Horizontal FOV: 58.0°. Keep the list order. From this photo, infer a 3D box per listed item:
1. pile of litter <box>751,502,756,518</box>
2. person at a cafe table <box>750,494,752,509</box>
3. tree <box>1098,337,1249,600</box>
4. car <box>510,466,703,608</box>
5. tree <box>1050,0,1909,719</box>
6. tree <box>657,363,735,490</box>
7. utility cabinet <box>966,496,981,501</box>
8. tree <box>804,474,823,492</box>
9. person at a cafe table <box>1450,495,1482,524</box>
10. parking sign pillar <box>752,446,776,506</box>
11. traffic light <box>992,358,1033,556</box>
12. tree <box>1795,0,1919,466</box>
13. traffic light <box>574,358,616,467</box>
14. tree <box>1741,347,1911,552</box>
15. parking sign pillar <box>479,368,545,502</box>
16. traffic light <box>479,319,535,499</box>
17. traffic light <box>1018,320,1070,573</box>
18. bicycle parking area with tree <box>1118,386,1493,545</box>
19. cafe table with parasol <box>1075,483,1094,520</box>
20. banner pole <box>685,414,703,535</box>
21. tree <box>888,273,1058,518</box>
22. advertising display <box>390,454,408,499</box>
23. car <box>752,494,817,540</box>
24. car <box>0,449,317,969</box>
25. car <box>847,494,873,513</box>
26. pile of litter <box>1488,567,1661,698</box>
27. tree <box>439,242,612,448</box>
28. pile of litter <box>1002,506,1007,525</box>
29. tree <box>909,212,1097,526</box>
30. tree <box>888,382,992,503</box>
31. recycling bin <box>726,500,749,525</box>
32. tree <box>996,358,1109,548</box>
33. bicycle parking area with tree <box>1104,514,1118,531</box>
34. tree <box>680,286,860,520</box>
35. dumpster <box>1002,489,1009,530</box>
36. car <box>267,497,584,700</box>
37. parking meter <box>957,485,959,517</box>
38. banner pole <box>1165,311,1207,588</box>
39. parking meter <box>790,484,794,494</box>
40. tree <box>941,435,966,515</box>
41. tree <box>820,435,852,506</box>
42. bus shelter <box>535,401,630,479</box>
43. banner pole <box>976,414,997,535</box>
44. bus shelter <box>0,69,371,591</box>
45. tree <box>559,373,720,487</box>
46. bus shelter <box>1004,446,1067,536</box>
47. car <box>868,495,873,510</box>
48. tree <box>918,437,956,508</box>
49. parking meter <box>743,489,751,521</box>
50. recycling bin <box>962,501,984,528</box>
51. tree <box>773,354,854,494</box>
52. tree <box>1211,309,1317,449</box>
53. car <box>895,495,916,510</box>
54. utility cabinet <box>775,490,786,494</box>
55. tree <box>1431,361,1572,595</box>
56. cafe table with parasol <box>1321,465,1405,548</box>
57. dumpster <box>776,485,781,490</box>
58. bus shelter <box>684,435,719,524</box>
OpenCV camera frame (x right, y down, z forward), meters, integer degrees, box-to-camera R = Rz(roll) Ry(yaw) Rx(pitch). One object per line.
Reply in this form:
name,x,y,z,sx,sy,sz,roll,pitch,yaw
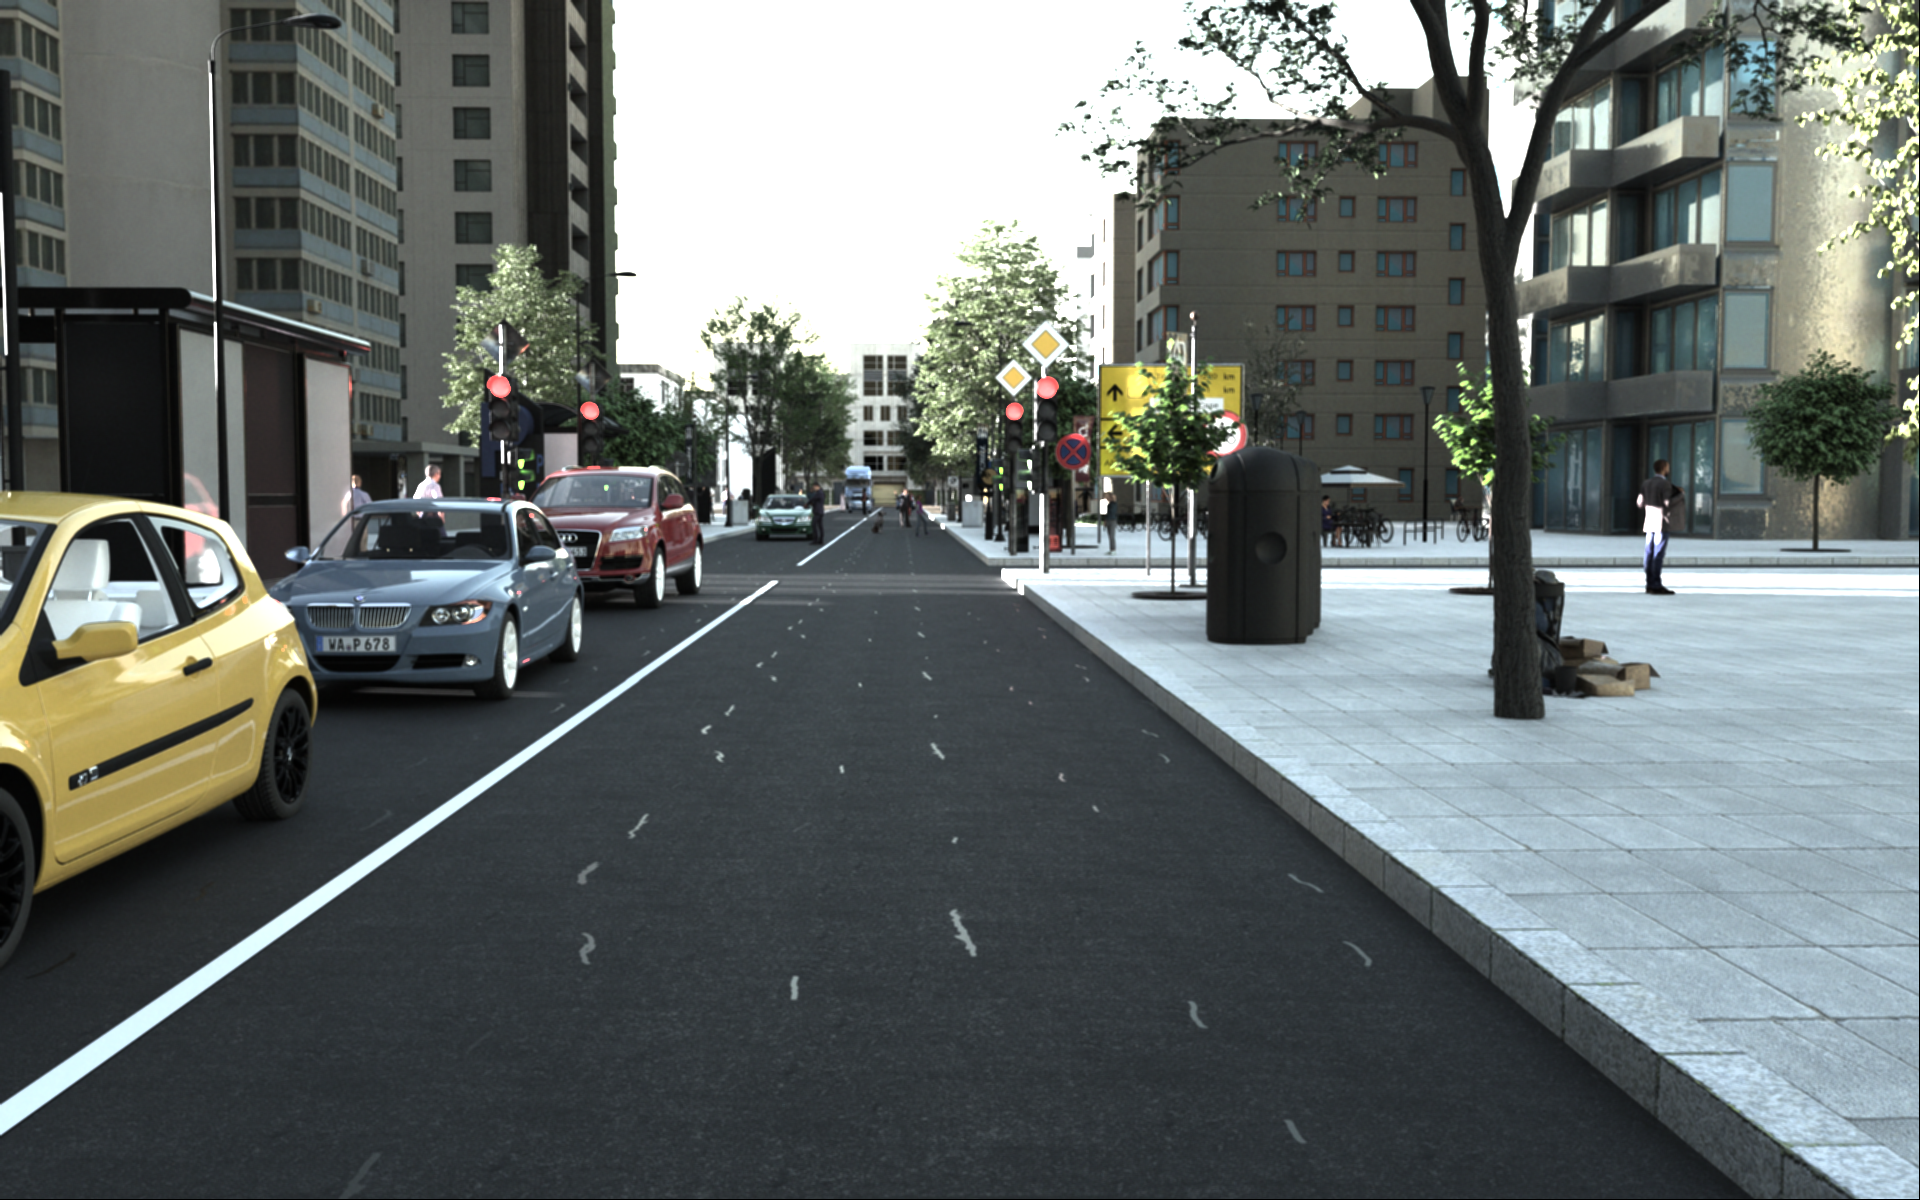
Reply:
pile of litter,-10.488,-4.643,89.885,1.719,0.858,1.176,-1,4,-14
person at a cafe table,-13.700,-6.216,110.149,1.622,1.524,1.698,3,4,38
tree,2.625,-1.645,21.494,1.663,3.219,1.824,0,3,0
car,-4.764,-0.901,23.407,2.281,1.827,5.304,0,3,0
tree,3.308,-4.623,10.002,8.767,10.594,7.601,1,4,10
tree,-14.765,-8.903,95.930,4.737,8.622,4.395,0,3,0
utility cabinet,0.584,-3.871,74.459,0.306,1.237,1.020,-1,4,-19
tree,-12.951,-9.808,154.959,1.663,3.219,1.824,0,3,0
person at a cafe table,21.928,-3.900,74.628,1.698,1.238,1.726,-3,4,-36
parking sign pillar,-10.922,-6.614,96.607,1.447,3.967,1.447,0,4,-1
traffic light,1.093,-2.883,36.052,0.839,4.253,0.868,0,4,-2
tree,9.943,-4.056,16.681,4.737,8.622,4.395,0,3,0
traffic light,-7.543,-2.864,35.745,0.839,4.253,0.868,0,4,-2
tree,19.321,-3.369,38.800,4.285,4.588,4.351,0,3,0
parking sign pillar,-9.507,-2.952,36.743,1.447,3.967,1.447,1,4,12
traffic light,-7.273,-2.376,27.765,0.839,4.253,0.868,0,4,-2
traffic light,1.362,-2.395,28.071,0.839,4.253,0.868,0,4,-2
bicycle parking area with tree,10.585,-3.732,48.017,9.016,4.147,8.231,-3,4,-37
cafe table with parasol,5.008,-4.710,81.874,2.610,1.966,2.610,0,4,7
banner pole,-8.412,-3.934,54.331,0.401,3.779,0.863,-3,4,-38
tree,0.895,-10.584,90.062,9.611,12.733,9.660,0,3,0
advertising display,-9.179,-1.416,28.367,0.123,1.923,0.974,-1,4,-9
car,-5.489,-2.646,55.064,2.131,1.459,4.920,0,4,-3
car,-3.741,0.243,6.247,2.015,1.641,3.980,0,4,-2
car,-7.682,-7.401,133.005,2.014,1.417,4.499,0,4,-3
pile of litter,4.114,0.139,11.700,1.176,0.858,1.719,2,4,31
tree,-19.860,-9.843,79.066,7.486,12.596,7.792,0,3,0
pile of litter,1.962,-3.623,73.208,1.176,0.858,1.719,0,4,-6
tree,1.905,-9.309,70.336,7.486,12.596,7.792,0,3,0
tree,-0.788,-14.184,142.273,12.009,13.543,11.850,0,3,0
recycling bin,-9.204,-3.613,71.621,0.722,1.027,0.722,-2,4,-29
tree,2.691,-3.532,41.463,4.285,4.588,4.351,0,3,0
bicycle parking area with tree,9.450,-4.394,58.837,8.231,4.147,9.016,-1,4,-15
tree,-10.209,-9.872,87.169,9.928,11.665,9.643,0,3,0
dumpster,2.195,-3.517,60.004,1.502,2.255,1.985,0,4,-2
car,-4.081,-0.095,13.558,2.014,1.417,4.499,0,4,-3
parking meter,0.077,-5.700,98.905,0.399,1.863,0.255,2,4,31
banner pole,3.054,-2.056,23.638,0.863,3.779,0.401,-3,5,-45
parking meter,-10.130,-6.036,104.392,0.255,1.863,0.399,0,4,-6
tree,-0.747,-9.564,106.732,4.737,8.622,4.395,0,3,0
tree,-13.886,-14.559,188.400,4.360,8.622,3.978,0,3,0
bus shelter,-9.169,-2.858,40.660,2.014,3.302,5.546,0,4,-2
banner pole,0.830,-3.907,53.904,0.863,3.779,0.401,-2,4,-35
bus shelter,-8.911,-2.534,19.062,2.179,5.291,8.768,0,4,-2
tree,-9.335,-3.880,47.149,4.285,4.588,4.351,0,3,0
bus shelter,2.481,-3.629,53.256,2.014,3.302,5.546,0,4,-2
car,-8.794,-8.831,156.960,1.945,1.354,3.894,0,4,0
tree,-2.770,-14.122,181.255,4.360,8.622,3.978,0,3,0
parking meter,-10.317,-4.607,83.736,0.372,1.533,0.369,0,3,0
recycling bin,0.491,-3.295,66.432,0.722,1.027,0.722,1,4,11
tree,-12.109,-13.608,140.621,7.486,12.596,7.792,0,3,0
tree,12.021,-7.215,68.328,4.360,8.622,3.978,0,3,0
car,-5.047,-9.099,160.767,2.014,1.417,4.499,0,4,-3
utility cabinet,-9.807,-5.249,94.502,0.318,1.500,1.173,1,4,10
tree,6.998,-1.694,22.302,1.663,3.219,1.824,0,3,0
cafe table with parasol,9.317,-2.246,41.581,2.610,1.966,2.610,1,4,21
dumpster,-11.166,-5.894,102.121,1.264,1.857,1.865,0,4,-2
bus shelter,-11.025,-4.851,70.592,1.731,3.624,6.357,0,4,-2
